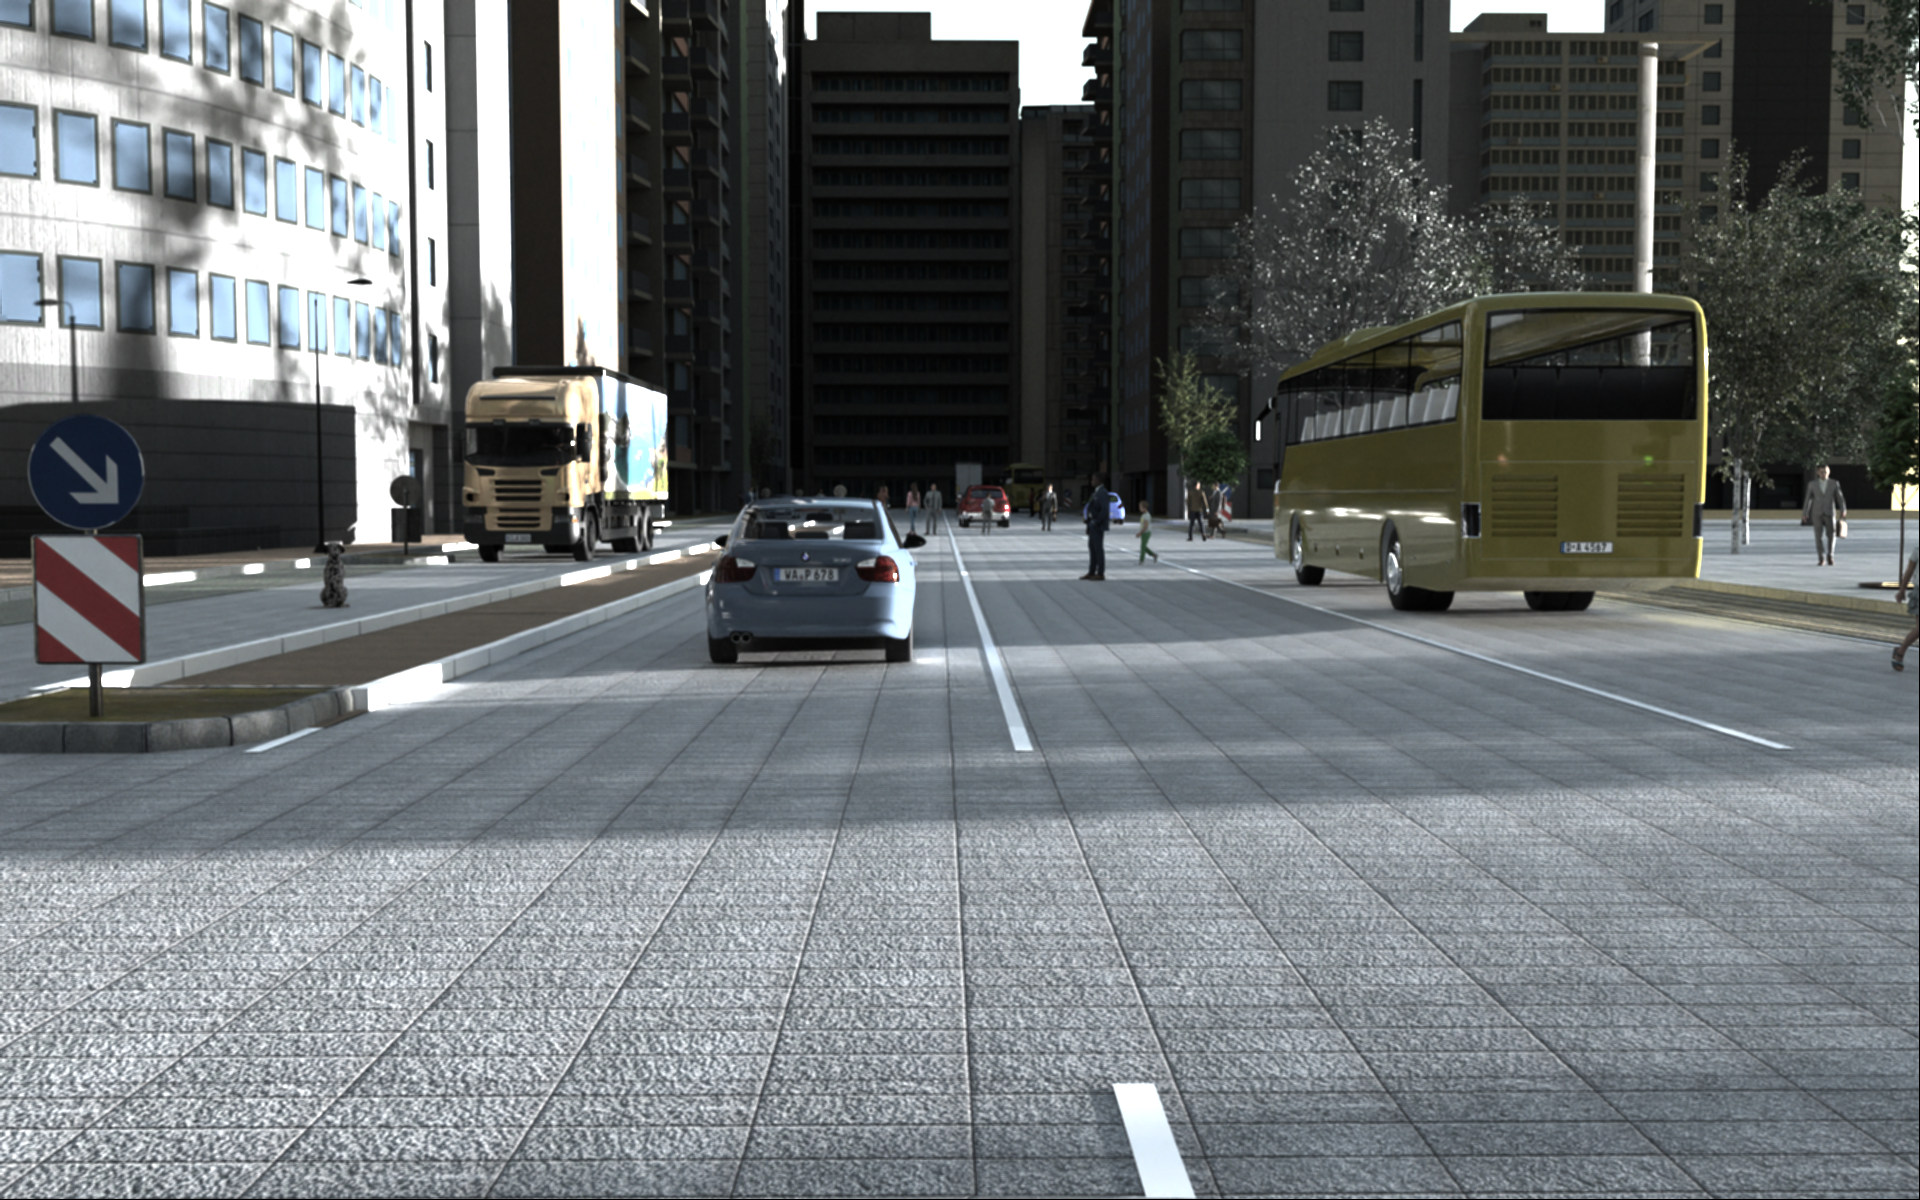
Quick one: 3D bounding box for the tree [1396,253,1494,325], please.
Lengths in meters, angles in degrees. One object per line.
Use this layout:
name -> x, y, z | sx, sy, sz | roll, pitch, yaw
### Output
tree -> 23.421, -10.035, 82.201 | 7.486, 12.596, 7.792 | 0, 3, 0

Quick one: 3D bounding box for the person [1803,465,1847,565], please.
person -> 15.554, -1.528, 31.148 | 0.709, 1.813, 0.853 | 1, 4, 22

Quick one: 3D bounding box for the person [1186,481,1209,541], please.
person -> 7.260, -2.723, 52.925 | 0.656, 1.842, 0.836 | -2, 4, -29

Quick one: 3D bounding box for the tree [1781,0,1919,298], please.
tree -> 32.659, -12.152, 54.582 | 12.611, 20.169, 13.585 | 0, 3, 0

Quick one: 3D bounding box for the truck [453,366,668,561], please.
truck -> -8.995, -3.141, 40.266 | 2.839, 4.237, 11.283 | 0, 4, 0

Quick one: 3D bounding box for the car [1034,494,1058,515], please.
car -> 5.956, -6.880, 122.715 | 2.015, 1.641, 3.980 | 0, 4, 1

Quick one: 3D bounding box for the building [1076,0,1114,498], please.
building -> 21.779, -30.142, 147.452 | 22.147, 44.769, 28.867 | 0, 4, -1

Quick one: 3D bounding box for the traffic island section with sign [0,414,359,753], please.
traffic island section with sign -> -4.979, -0.145, 10.512 | 2.006, 1.907, 1.989 | 0, 4, -1

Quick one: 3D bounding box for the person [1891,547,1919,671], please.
person -> 7.799, -0.024, 13.901 | 0.505, 1.210, 0.382 | 0, 4, 8

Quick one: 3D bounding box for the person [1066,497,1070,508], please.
person -> 10.095, -9.395, 161.117 | 0.415, 1.643, 0.593 | 1, 4, 15

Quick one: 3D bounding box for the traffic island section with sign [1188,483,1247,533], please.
traffic island section with sign -> 9.559, -3.419, 64.528 | 1.989, 1.847, 2.006 | 0, 4, -1

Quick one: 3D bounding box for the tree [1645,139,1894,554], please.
tree -> 16.803, -5.281, 36.703 | 4.360, 8.622, 3.978 | 0, 3, 0

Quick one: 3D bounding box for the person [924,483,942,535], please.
person -> -0.964, -3.212, 61.120 | 0.635, 1.810, 0.391 | 0, 4, -3

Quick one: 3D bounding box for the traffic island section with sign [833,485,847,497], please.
traffic island section with sign -> -5.969, -4.741, 85.644 | 2.006, 1.907, 1.989 | 0, 4, -1

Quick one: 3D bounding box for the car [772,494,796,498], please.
car -> -10.286, -5.445, 101.036 | 2.014, 1.417, 4.499 | 0, 4, -1

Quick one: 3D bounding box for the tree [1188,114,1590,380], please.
tree -> 12.708, -8.945, 56.627 | 12.009, 13.543, 11.850 | 0, 3, 0

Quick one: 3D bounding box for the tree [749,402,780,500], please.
tree -> -15.685, -11.203, 133.533 | 4.360, 8.622, 3.978 | 0, 3, 0

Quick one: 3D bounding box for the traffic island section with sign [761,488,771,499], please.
traffic island section with sign -> -12.594, -6.362, 112.651 | 1.989, 1.847, 2.006 | 0, 4, -1

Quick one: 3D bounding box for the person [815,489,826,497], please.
person -> -7.402, -5.105, 92.753 | 1.217, 1.735, 0.721 | -2, 4, -33

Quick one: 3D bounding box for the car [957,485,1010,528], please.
car -> 1.027, -4.067, 75.167 | 2.281, 1.827, 5.304 | 0, 4, -3

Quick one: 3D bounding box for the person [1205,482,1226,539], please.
person -> 8.221, -2.868, 55.361 | 0.822, 1.834, 0.622 | -1, 4, -18

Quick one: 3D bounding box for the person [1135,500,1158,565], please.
person -> 3.792, -1.370, 35.148 | 0.590, 1.304, 0.306 | -2, 4, -27

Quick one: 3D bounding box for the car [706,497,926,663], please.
car -> -1.311, -0.247, 16.034 | 2.014, 1.417, 4.499 | 0, 4, -2

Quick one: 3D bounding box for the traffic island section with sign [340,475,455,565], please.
traffic island section with sign -> -11.583, -1.663, 35.817 | 1.989, 1.847, 2.006 | 0, 4, -1

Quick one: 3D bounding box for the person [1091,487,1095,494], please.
person -> 10.304, -7.803, 133.258 | 0.705, 1.869, 1.348 | 0, 4, -1

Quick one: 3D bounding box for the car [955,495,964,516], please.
car -> 0.739, -6.347, 116.138 | 2.083, 1.381, 4.827 | 0, 4, -2

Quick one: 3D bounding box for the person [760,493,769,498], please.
person -> -14.859, -7.501, 131.915 | 0.697, 1.427, 0.421 | 0, 3, 0

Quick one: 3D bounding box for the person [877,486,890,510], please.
person -> -3.725, -4.675, 84.908 | 0.573, 1.828, 0.580 | 2, 4, 30

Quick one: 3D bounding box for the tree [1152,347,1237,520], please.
tree -> 11.438, -8.332, 86.594 | 4.737, 8.622, 4.395 | 0, 3, 0

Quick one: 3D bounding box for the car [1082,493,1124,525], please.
car -> 6.833, -4.469, 82.663 | 1.945, 1.707, 3.694 | 0, 4, -1

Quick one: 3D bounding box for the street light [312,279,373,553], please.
street light -> -13.361, -3.975, 37.537 | 1.470, 5.913, 1.316 | 0, 4, -1

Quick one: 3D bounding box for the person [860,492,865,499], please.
person -> -8.000, -8.106, 142.509 | 0.415, 1.643, 0.593 | -1, 4, -12

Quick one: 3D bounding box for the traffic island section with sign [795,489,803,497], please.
traffic island section with sign -> -12.950, -8.036, 140.009 | 1.989, 1.847, 2.006 | 0, 4, -1

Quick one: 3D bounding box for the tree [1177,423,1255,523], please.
tree -> 11.565, -5.755, 77.812 | 4.285, 4.588, 4.351 | 0, 3, 0

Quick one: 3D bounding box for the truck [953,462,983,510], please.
truck -> 0.749, -10.228, 156.135 | 2.839, 4.237, 11.283 | 0, 4, 0

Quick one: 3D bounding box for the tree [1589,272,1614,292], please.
tree -> 21.944, -9.817, 70.871 | 12.009, 13.543, 11.850 | 0, 3, 0

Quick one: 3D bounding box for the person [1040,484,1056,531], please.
person -> 3.437, -3.603, 67.369 | 0.622, 1.834, 0.822 | 0, 4, 1

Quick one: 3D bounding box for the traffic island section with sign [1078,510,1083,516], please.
traffic island section with sign -> 8.926, -6.394, 113.168 | 1.989, 1.847, 2.006 | 0, 4, -1

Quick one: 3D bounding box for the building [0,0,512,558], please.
building -> -25.865, -30.743, 44.641 | 21.231, 58.520, 28.212 | 0, 4, -1

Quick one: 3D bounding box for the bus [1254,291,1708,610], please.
bus -> 6.556, -1.994, 24.146 | 2.896, 3.916, 12.252 | 0, 3, 0

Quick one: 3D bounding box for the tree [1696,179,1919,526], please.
tree -> 34.187, -9.954, 69.409 | 9.857, 13.997, 8.962 | 0, 3, 0

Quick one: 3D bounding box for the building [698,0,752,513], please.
building -> -22.489, -26.757, 121.074 | 14.154, 41.232, 14.086 | 0, 4, -1

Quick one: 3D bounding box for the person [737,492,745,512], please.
person -> -14.880, -6.626, 117.612 | 0.421, 1.427, 0.697 | 1, 4, 22

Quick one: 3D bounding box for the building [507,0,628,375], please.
building -> -22.584, -25.941, 74.241 | 14.600, 45.320, 14.200 | 0, 4, -1

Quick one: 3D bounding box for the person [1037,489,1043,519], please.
person -> 4.701, -5.441, 98.284 | 0.721, 1.723, 1.217 | -2, 4, -31

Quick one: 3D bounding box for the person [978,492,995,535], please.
person -> 0.932, -3.010, 60.315 | 0.503, 1.515, 0.523 | -3, 4, -38

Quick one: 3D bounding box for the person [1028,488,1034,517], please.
person -> 4.480, -6.131, 108.686 | 0.705, 1.831, 1.348 | 1, 4, 14

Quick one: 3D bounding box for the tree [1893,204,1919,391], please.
tree -> 22.250, -5.380, 38.333 | 4.360, 8.622, 3.978 | 0, 3, 0

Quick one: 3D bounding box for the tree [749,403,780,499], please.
tree -> -16.547, -11.537, 138.997 | 4.737, 8.622, 4.395 | 0, 3, 0

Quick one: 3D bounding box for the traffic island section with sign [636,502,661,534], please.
traffic island section with sign -> -11.931, -3.311, 62.770 | 1.989, 1.847, 2.006 | 0, 4, -1

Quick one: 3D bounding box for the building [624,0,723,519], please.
building -> -25.751, -27.209, 99.486 | 22.147, 44.769, 28.867 | 0, 4, -1

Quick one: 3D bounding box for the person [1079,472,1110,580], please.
person -> 2.285, -1.232, 28.820 | 0.419, 1.800, 0.721 | -1, 4, -14

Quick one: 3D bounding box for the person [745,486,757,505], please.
person -> -10.182, -4.605, 83.971 | 0.721, 1.800, 0.419 | -2, 4, -31

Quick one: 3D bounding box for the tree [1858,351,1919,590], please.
tree -> 12.737, -1.764, 23.438 | 1.663, 3.219, 1.824 | 0, 3, 0

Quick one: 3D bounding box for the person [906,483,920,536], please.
person -> -1.582, -3.092, 59.064 | 0.555, 1.821, 0.388 | -3, 5, -40

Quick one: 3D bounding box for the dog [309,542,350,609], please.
dog -> -8.021, -0.310, 21.901 | 0.513, 0.831, 0.800 | 1, 4, 23

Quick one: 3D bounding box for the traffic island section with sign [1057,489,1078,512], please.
traffic island section with sign -> 8.575, -8.059, 140.386 | 1.989, 1.847, 2.006 | 0, 4, -1

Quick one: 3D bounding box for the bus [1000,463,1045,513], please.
bus -> 4.971, -8.897, 137.020 | 2.896, 3.916, 12.252 | 0, 4, -2
